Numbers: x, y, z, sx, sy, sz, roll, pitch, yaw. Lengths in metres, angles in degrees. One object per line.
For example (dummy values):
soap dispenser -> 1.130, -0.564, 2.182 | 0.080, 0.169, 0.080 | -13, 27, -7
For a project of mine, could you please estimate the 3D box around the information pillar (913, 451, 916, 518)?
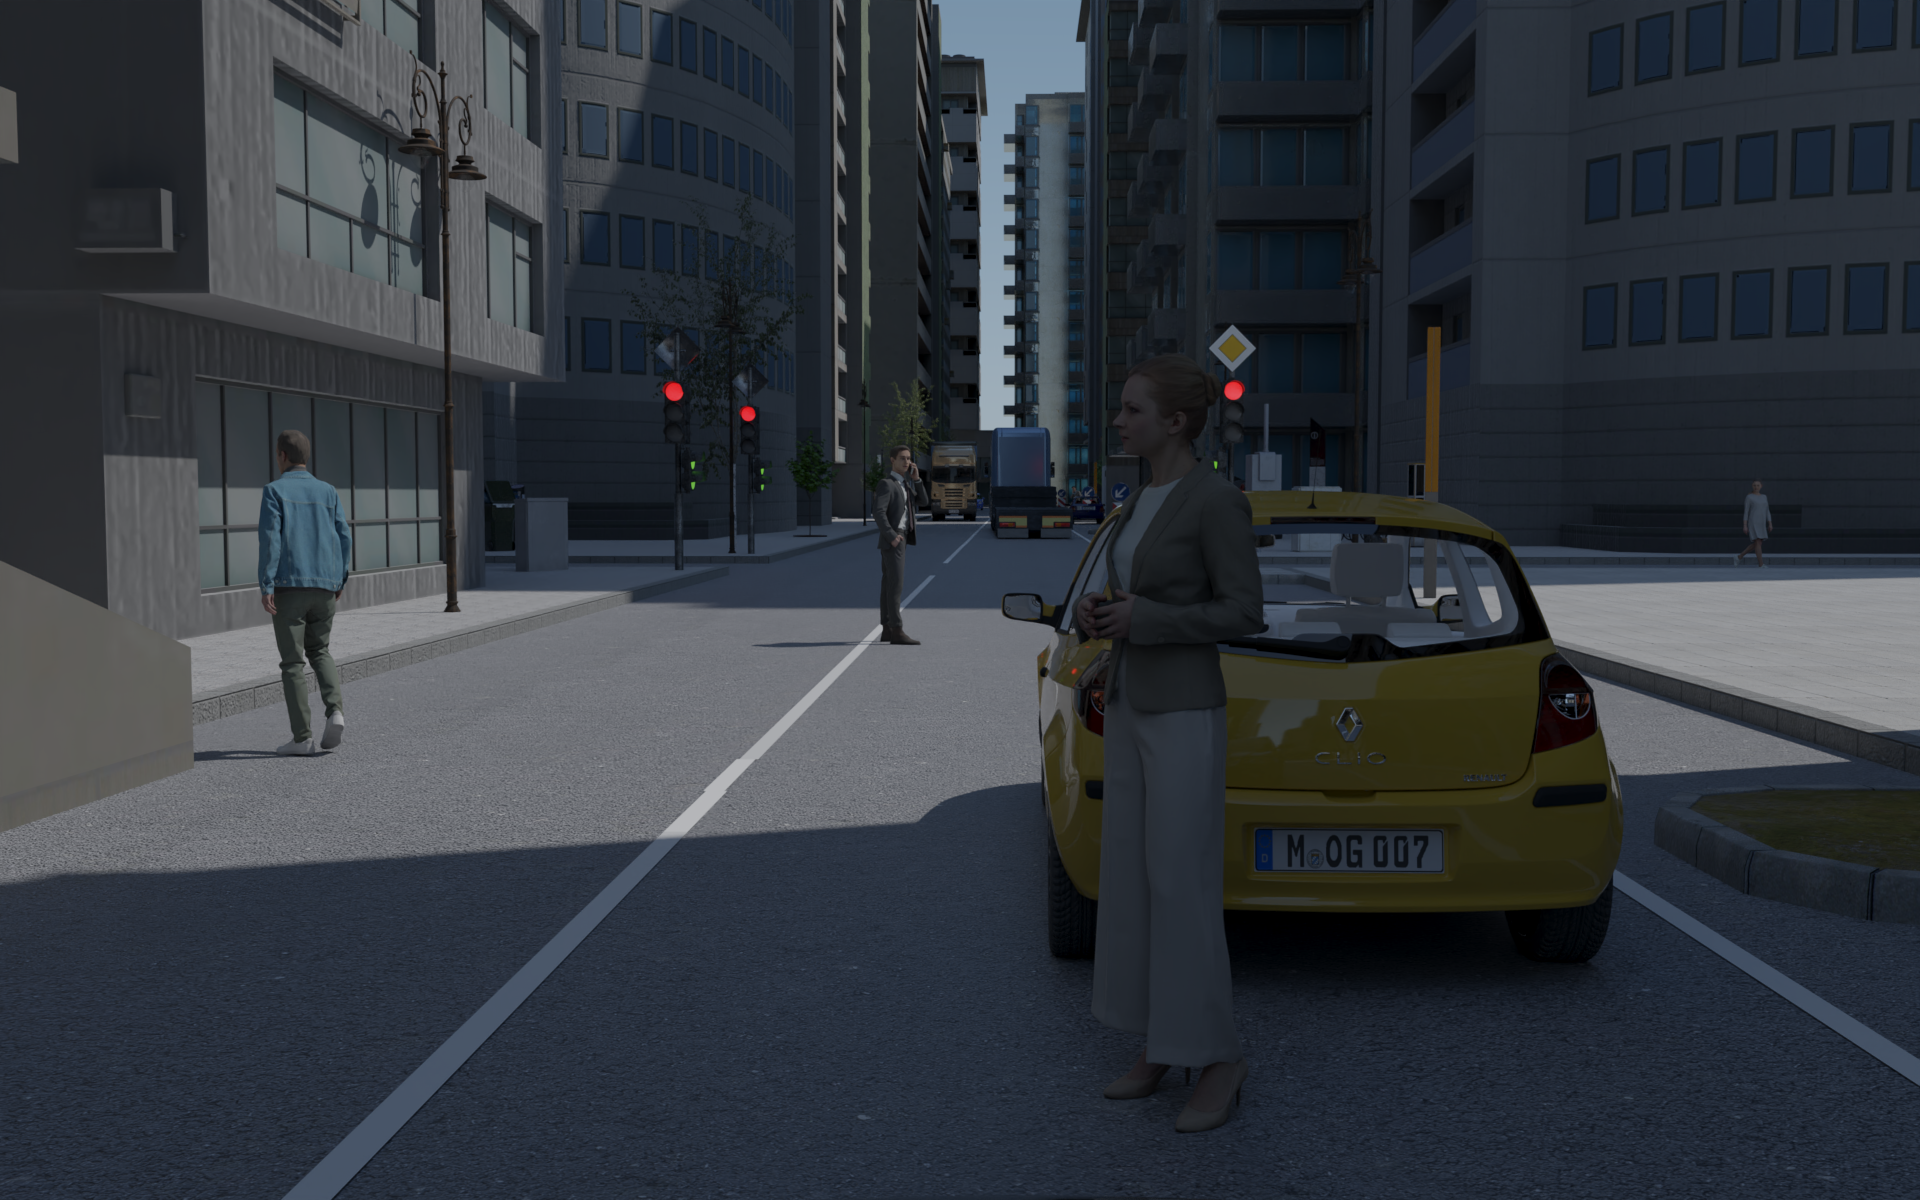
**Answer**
information pillar -> -2.514, -6.281, 94.057 | 0.183, 3.616, 0.504 | 0, 4, 3

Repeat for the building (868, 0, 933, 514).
building -> -13.101, -30.518, 122.665 | 21.300, 48.544, 21.600 | 0, 4, 2

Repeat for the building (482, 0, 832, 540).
building -> -16.388, -31.587, 58.448 | 21.231, 58.520, 28.212 | 0, 4, 2

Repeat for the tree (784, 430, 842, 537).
tree -> -4.364, -3.504, 51.886 | 1.663, 3.219, 1.824 | 0, 3, 0

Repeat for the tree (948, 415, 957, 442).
tree -> -1.814, -12.333, 152.012 | 4.737, 8.622, 4.395 | 0, 3, 0

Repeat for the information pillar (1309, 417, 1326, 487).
information pillar -> 10.834, -3.743, 52.556 | 0.504, 3.616, 0.183 | 2, 4, 23

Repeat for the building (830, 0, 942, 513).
building -> -8.786, -27.950, 140.570 | 14.154, 41.232, 14.086 | 0, 4, 2

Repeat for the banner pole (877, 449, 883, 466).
banner pole -> -4.441, -6.518, 96.584 | 0.401, 3.779, 0.863 | -2, 4, -28

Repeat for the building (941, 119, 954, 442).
building -> -12.755, -29.393, 172.454 | 23.993, 40.220, 32.217 | 0, 4, 2

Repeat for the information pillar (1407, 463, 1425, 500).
information pillar -> 10.938, -2.266, 41.549 | 0.304, 2.012, 0.304 | -1, 4, -22

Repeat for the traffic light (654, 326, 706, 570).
traffic light -> -4.718, -2.456, 29.082 | 0.839, 4.253, 0.868 | 0, 4, 2

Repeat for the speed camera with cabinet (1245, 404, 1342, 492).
speed camera with cabinet -> 7.379, -2.691, 38.326 | 2.038, 3.252, 0.660 | 0, 4, -7

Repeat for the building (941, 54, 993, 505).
building -> -8.439, -37.940, 209.559 | 27.495, 52.752, 28.713 | 0, 4, 2

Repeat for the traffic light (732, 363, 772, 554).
traffic light -> -4.464, -2.945, 37.064 | 0.839, 4.253, 0.868 | 0, 4, 2

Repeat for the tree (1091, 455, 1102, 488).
tree -> 10.429, -8.069, 115.640 | 4.285, 4.588, 4.351 | 0, 3, 0

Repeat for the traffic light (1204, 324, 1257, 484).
traffic light -> 4.489, -2.440, 28.807 | 0.839, 4.253, 0.868 | 0, 4, 2

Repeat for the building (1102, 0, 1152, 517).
building -> 15.367, -20.210, 102.135 | 14.160, 30.474, 14.107 | 0, 4, 2

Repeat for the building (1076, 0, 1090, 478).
building -> 26.333, -35.702, 172.972 | 28.713, 52.752, 27.495 | 0, 4, 2

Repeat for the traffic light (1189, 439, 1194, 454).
traffic light -> 4.743, -2.928, 36.788 | 0.839, 4.253, 0.868 | 0, 4, 2

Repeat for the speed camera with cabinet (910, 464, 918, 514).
speed camera with cabinet -> -3.536, -7.196, 111.992 | 2.038, 3.252, 0.660 | -1, 4, -14

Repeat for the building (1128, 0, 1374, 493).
building -> 18.590, -27.622, 71.226 | 23.786, 49.044, 30.456 | 0, 4, 2

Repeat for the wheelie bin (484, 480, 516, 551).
wheelie bin -> -10.442, -1.898, 38.937 | 0.693, 1.594, 0.980 | 3, 5, 44

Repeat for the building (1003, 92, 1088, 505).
building -> 20.437, -35.869, 206.071 | 30.456, 49.044, 23.786 | 0, 4, 2

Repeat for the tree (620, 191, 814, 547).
tree -> -5.696, -5.571, 41.446 | 4.360, 8.622, 3.978 | 0, 3, 0

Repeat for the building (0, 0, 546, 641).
building -> -12.644, -20.560, 19.748 | 14.086, 41.232, 14.154 | 0, 4, 2

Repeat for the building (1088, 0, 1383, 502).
building -> 21.336, -36.865, 144.750 | 21.231, 58.520, 28.212 | 0, 4, 2

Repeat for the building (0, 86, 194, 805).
building -> -20.325, -18.931, 1.409 | 32.217, 40.220, 23.993 | 0, 4, 2

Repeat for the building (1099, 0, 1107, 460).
building -> 17.266, -28.973, 123.822 | 14.600, 45.320, 14.200 | 0, 4, 2

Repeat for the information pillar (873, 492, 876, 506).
information pillar -> -4.380, -5.285, 90.902 | 0.304, 2.012, 0.304 | -1, 4, -19

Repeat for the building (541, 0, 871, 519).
building -> -12.147, -24.731, 87.950 | 14.154, 41.232, 14.086 | 0, 4, 2

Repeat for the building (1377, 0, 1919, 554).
building -> 26.833, -30.749, 44.753 | 28.212, 58.520, 21.231 | 0, 4, 2
